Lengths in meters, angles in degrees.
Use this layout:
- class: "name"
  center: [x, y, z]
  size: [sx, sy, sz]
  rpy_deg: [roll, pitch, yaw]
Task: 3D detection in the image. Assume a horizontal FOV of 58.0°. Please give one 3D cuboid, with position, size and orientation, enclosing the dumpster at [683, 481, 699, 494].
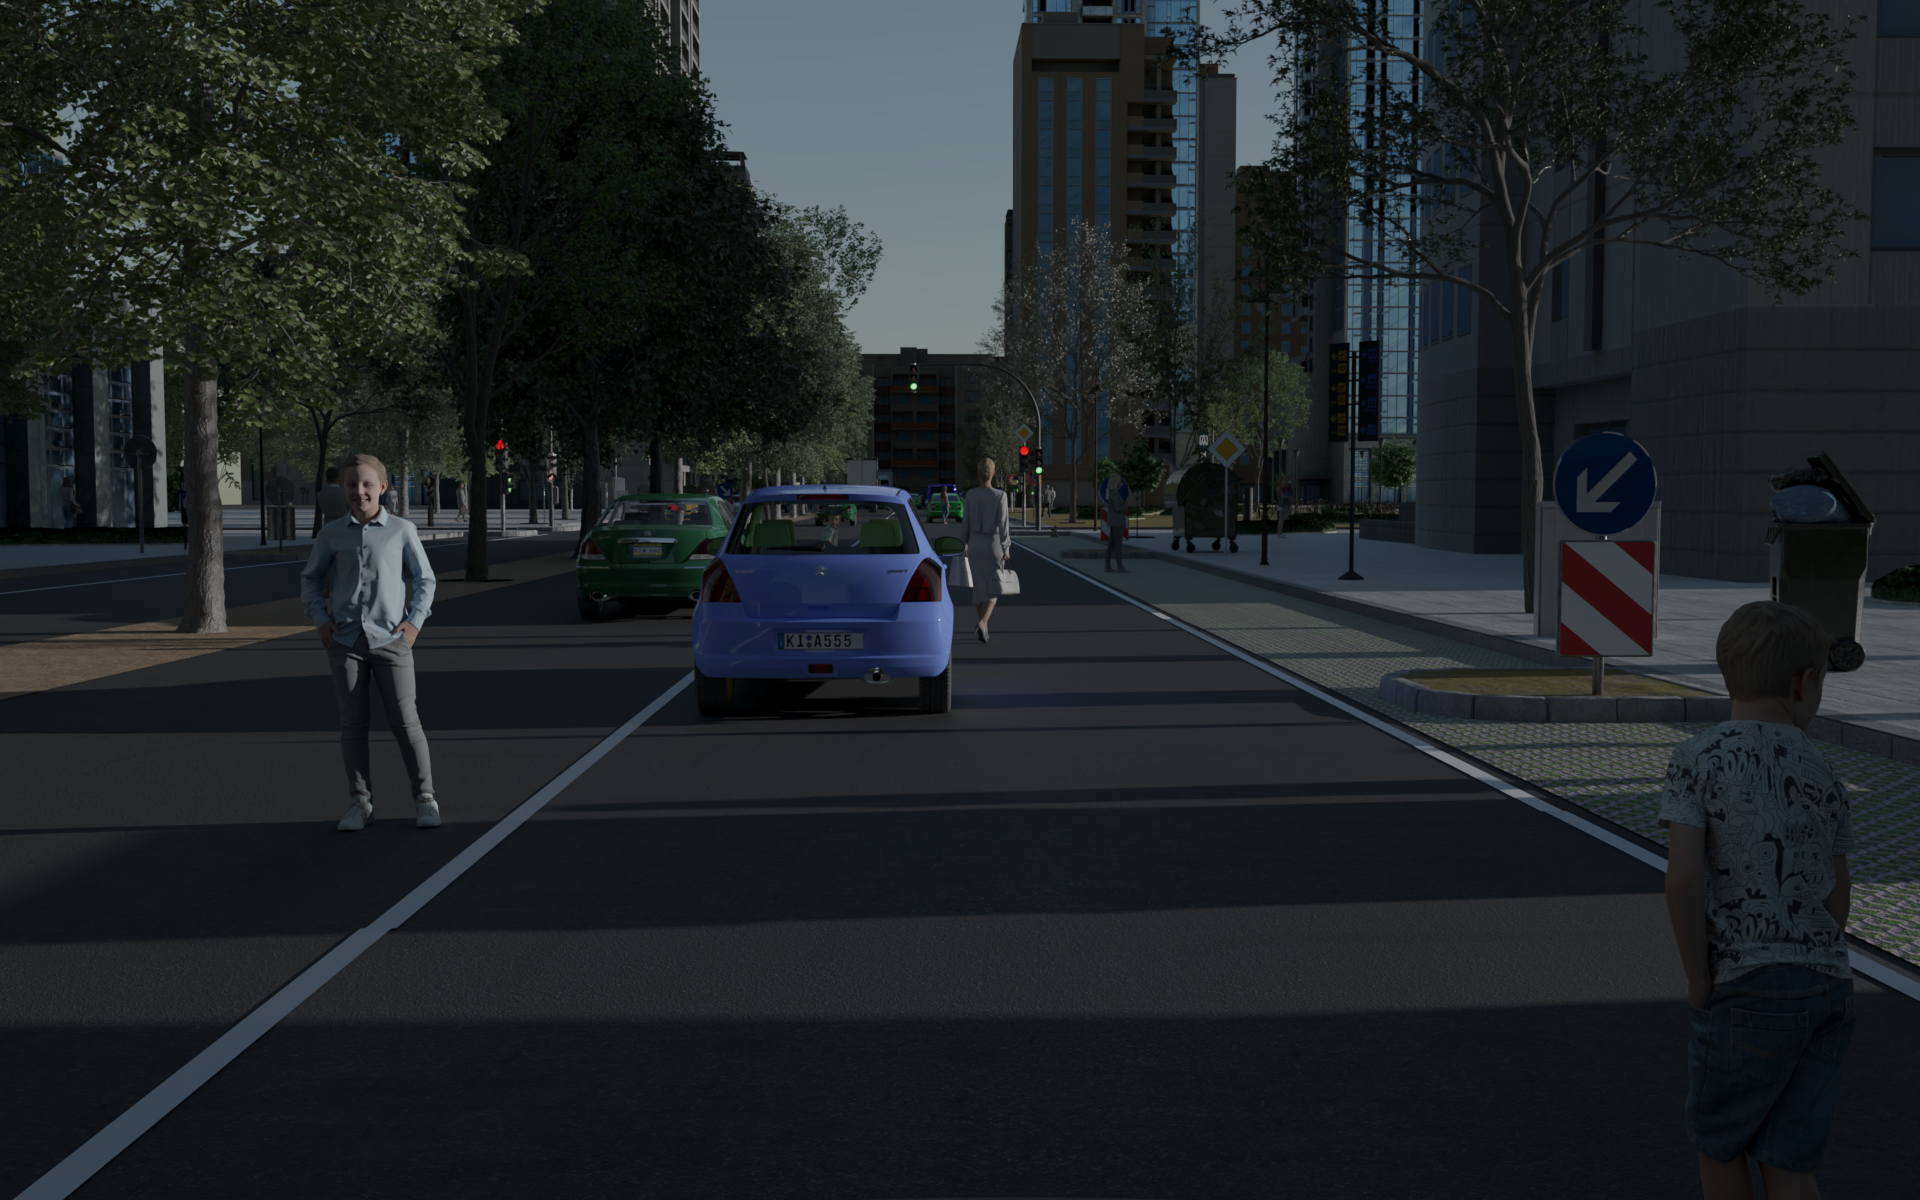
- class: "dumpster"
  center: [-19.596, -7.562, 126.135]
  size: [1.502, 2.255, 1.985]
  rpy_deg: [0, 4, -1]

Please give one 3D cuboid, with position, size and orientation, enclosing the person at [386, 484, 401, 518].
- class: "person"
  center: [-25.706, -4.390, 78.575]
  size: [0.760, 1.731, 0.466]
  rpy_deg: [1, 4, 12]

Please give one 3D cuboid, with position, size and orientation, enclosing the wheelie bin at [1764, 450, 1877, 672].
- class: "wheelie bin"
  center: [6.296, -0.296, 12.743]
  size: [0.693, 1.594, 0.980]
  rpy_deg: [1, 4, 17]

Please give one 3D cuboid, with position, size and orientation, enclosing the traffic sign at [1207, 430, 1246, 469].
- class: "traffic sign"
  center: [5.463, -2.181, 35.397]
  size: [0.795, 2.593, 0.064]
  rpy_deg: [0, 4, 7]

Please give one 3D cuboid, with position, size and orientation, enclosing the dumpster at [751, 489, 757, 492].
- class: "dumpster"
  center: [-18.083, -9.071, 156.522]
  size: [1.865, 1.857, 1.264]
  rpy_deg: [0, 4, -3]

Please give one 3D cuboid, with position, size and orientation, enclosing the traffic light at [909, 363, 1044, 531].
- class: "traffic light"
  center: [0.614, -5.239, 60.328]
  size: [4.771, 5.953, 1.251]
  rpy_deg: [0, 4, -1]

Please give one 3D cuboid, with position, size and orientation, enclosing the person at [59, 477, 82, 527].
- class: "person"
  center: [-24.443, -2.496, 47.447]
  size: [0.593, 1.750, 0.643]
  rpy_deg: [1, 4, 21]

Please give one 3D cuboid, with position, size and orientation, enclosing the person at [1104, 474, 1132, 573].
- class: "person"
  center: [2.891, -1.395, 31.495]
  size: [0.526, 1.800, 0.537]
  rpy_deg: [1, 4, 11]

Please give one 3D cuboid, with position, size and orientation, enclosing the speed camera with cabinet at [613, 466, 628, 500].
- class: "speed camera with cabinet"
  center: [-18.653, -6.170, 95.208]
  size: [0.660, 3.252, 2.038]
  rpy_deg: [-1, 4, -17]

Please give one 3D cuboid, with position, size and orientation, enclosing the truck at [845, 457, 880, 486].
- class: "truck"
  center: [-7.738, -9.075, 137.290]
  size: [2.839, 4.237, 11.283]
  rpy_deg: [0, 4, -3]

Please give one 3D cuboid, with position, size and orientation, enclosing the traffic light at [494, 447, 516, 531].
- class: "traffic light"
  center: [-15.853, -4.350, 60.049]
  size: [0.839, 4.253, 0.868]
  rpy_deg: [0, 4, -1]

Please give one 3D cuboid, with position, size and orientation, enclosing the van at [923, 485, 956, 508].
- class: "van"
  center: [-1.285, -6.827, 116.008]
  size: [2.240, 2.365, 5.245]
  rpy_deg: [0, 4, -3]

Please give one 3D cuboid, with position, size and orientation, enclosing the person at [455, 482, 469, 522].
- class: "person"
  center: [-22.625, -4.438, 78.712]
  size: [0.767, 1.812, 0.694]
  rpy_deg: [-2, 4, -35]

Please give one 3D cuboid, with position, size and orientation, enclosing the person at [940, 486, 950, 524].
- class: "person"
  center: [-0.713, -4.570, 83.237]
  size: [0.555, 1.821, 0.388]
  rpy_deg: [3, 4, 38]

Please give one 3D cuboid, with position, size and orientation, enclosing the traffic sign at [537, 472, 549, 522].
- class: "traffic sign"
  center: [-18.872, -4.677, 78.595]
  size: [0.606, 2.300, 0.079]
  rpy_deg: [0, 4, 4]

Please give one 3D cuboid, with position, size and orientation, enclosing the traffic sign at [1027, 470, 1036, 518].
- class: "traffic sign"
  center: [3.942, -5.654, 92.555]
  size: [0.768, 2.556, 0.104]
  rpy_deg: [0, 4, 1]

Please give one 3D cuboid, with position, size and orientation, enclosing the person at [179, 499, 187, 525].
- class: "person"
  center: [-23.834, -2.780, 53.313]
  size: [0.589, 1.601, 0.330]
  rpy_deg: [2, 4, 27]

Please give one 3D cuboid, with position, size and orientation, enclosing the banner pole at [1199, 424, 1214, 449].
- class: "banner pole"
  center: [8.765, -4.370, 61.463]
  size: [0.863, 3.779, 0.401]
  rpy_deg: [-2, 4, -31]

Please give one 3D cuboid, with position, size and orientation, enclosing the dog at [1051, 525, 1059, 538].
- class: "dog"
  center: [3.182, -2.245, 56.903]
  size: [0.550, 0.427, 0.748]
  rpy_deg: [3, 5, 40]

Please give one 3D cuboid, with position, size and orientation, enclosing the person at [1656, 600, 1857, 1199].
- class: "person"
  center: [1.324, 0.628, 2.916]
  size: [0.332, 1.250, 0.352]
  rpy_deg: [2, 4, 27]

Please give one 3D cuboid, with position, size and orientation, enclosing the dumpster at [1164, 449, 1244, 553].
- class: "dumpster"
  center: [5.404, -2.196, 38.401]
  size: [1.502, 2.255, 1.985]
  rpy_deg: [0, 4, -2]

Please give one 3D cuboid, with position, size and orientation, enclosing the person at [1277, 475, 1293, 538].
- class: "person"
  center: [9.459, -2.726, 50.586]
  size: [0.573, 1.828, 0.580]
  rpy_deg: [-3, 4, -39]

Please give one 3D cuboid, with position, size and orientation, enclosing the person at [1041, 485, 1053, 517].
- class: "person"
  center: [4.750, -5.460, 95.705]
  size: [0.661, 1.777, 0.834]
  rpy_deg: [-2, 4, -30]

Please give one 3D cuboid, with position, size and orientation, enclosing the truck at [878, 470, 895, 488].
- class: "truck"
  center: [-9.101, -13.143, 203.805]
  size: [2.839, 4.237, 11.283]
  rpy_deg: [0, 4, -2]

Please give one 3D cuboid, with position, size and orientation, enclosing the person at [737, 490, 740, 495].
- class: "person"
  center: [-21.427, -9.901, 168.719]
  size: [0.721, 1.735, 1.217]
  rpy_deg: [0, 4, -1]

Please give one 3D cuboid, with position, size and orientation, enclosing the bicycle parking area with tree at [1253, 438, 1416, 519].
- class: "bicycle parking area with tree"
  center: [18.929, -6.208, 88.505]
  size: [8.231, 4.147, 9.016]
  rpy_deg: [1, 4, 10]

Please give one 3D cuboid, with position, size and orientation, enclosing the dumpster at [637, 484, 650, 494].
- class: "dumpster"
  center: [-18.976, -6.090, 105.326]
  size: [1.264, 1.857, 1.865]
  rpy_deg: [0, 4, -1]

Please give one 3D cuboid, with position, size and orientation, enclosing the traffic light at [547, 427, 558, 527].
- class: "traffic light"
  center: [-13.960, -5.716, 68.118]
  size: [4.771, 5.953, 1.251]
  rpy_deg: [0, 4, -1]

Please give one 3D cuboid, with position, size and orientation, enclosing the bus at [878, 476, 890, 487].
- class: "bus"
  center: [-8.707, -11.465, 182.309]
  size: [2.948, 3.499, 13.247]
  rpy_deg: [0, 4, -3]

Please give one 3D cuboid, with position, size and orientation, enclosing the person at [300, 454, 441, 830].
- class: "person"
  center: [-2.543, 0.174, 7.459]
  size: [0.589, 1.601, 0.330]
  rpy_deg: [0, 4, -4]

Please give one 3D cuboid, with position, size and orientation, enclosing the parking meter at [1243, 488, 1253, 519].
- class: "parking meter"
  center: [11.397, -3.678, 68.552]
  size: [0.372, 1.533, 0.369]
  rpy_deg: [0, 3, 0]

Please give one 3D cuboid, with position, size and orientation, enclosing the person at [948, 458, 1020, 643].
- class: "person"
  center: [0.206, -0.486, 16.797]
  size: [0.694, 1.780, 0.624]
  rpy_deg: [2, 4, 35]

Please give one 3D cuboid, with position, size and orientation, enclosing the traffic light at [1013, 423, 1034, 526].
- class: "traffic light"
  center: [2.506, -4.867, 68.503]
  size: [0.839, 4.253, 0.868]
  rpy_deg: [0, 4, -1]

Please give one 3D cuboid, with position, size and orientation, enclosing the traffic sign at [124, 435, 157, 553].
- class: "traffic sign"
  center: [-17.774, -2.291, 37.564]
  size: [0.768, 2.556, 0.104]
  rpy_deg: [0, 4, 7]

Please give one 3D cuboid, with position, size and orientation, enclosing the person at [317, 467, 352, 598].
- class: "person"
  center: [-8.535, -0.923, 23.780]
  size: [0.511, 1.800, 0.466]
  rpy_deg: [0, 4, -7]

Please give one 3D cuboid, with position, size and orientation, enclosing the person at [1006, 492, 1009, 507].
- class: "person"
  center: [4.445, -9.861, 167.713]
  size: [0.683, 1.767, 0.568]
  rpy_deg: [0, 4, -3]

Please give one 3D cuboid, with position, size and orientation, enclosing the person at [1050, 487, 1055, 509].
- class: "person"
  center: [7.076, -7.865, 134.736]
  size: [0.679, 1.850, 0.850]
  rpy_deg: [1, 4, 22]

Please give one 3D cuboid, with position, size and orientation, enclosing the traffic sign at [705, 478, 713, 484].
- class: "traffic sign"
  center: [-20.155, -8.483, 138.801]
  size: [0.768, 2.556, 0.104]
  rpy_deg: [0, 4, 7]

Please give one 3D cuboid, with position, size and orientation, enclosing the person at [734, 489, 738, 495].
- class: "person"
  center: [-22.840, -10.381, 175.913]
  size: [1.348, 1.807, 0.705]
  rpy_deg: [1, 4, 12]

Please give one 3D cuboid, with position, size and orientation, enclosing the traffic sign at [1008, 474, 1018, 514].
- class: "traffic sign"
  center: [3.506, -6.846, 112.039]
  size: [0.768, 2.556, 0.104]
  rpy_deg: [0, 4, 1]
